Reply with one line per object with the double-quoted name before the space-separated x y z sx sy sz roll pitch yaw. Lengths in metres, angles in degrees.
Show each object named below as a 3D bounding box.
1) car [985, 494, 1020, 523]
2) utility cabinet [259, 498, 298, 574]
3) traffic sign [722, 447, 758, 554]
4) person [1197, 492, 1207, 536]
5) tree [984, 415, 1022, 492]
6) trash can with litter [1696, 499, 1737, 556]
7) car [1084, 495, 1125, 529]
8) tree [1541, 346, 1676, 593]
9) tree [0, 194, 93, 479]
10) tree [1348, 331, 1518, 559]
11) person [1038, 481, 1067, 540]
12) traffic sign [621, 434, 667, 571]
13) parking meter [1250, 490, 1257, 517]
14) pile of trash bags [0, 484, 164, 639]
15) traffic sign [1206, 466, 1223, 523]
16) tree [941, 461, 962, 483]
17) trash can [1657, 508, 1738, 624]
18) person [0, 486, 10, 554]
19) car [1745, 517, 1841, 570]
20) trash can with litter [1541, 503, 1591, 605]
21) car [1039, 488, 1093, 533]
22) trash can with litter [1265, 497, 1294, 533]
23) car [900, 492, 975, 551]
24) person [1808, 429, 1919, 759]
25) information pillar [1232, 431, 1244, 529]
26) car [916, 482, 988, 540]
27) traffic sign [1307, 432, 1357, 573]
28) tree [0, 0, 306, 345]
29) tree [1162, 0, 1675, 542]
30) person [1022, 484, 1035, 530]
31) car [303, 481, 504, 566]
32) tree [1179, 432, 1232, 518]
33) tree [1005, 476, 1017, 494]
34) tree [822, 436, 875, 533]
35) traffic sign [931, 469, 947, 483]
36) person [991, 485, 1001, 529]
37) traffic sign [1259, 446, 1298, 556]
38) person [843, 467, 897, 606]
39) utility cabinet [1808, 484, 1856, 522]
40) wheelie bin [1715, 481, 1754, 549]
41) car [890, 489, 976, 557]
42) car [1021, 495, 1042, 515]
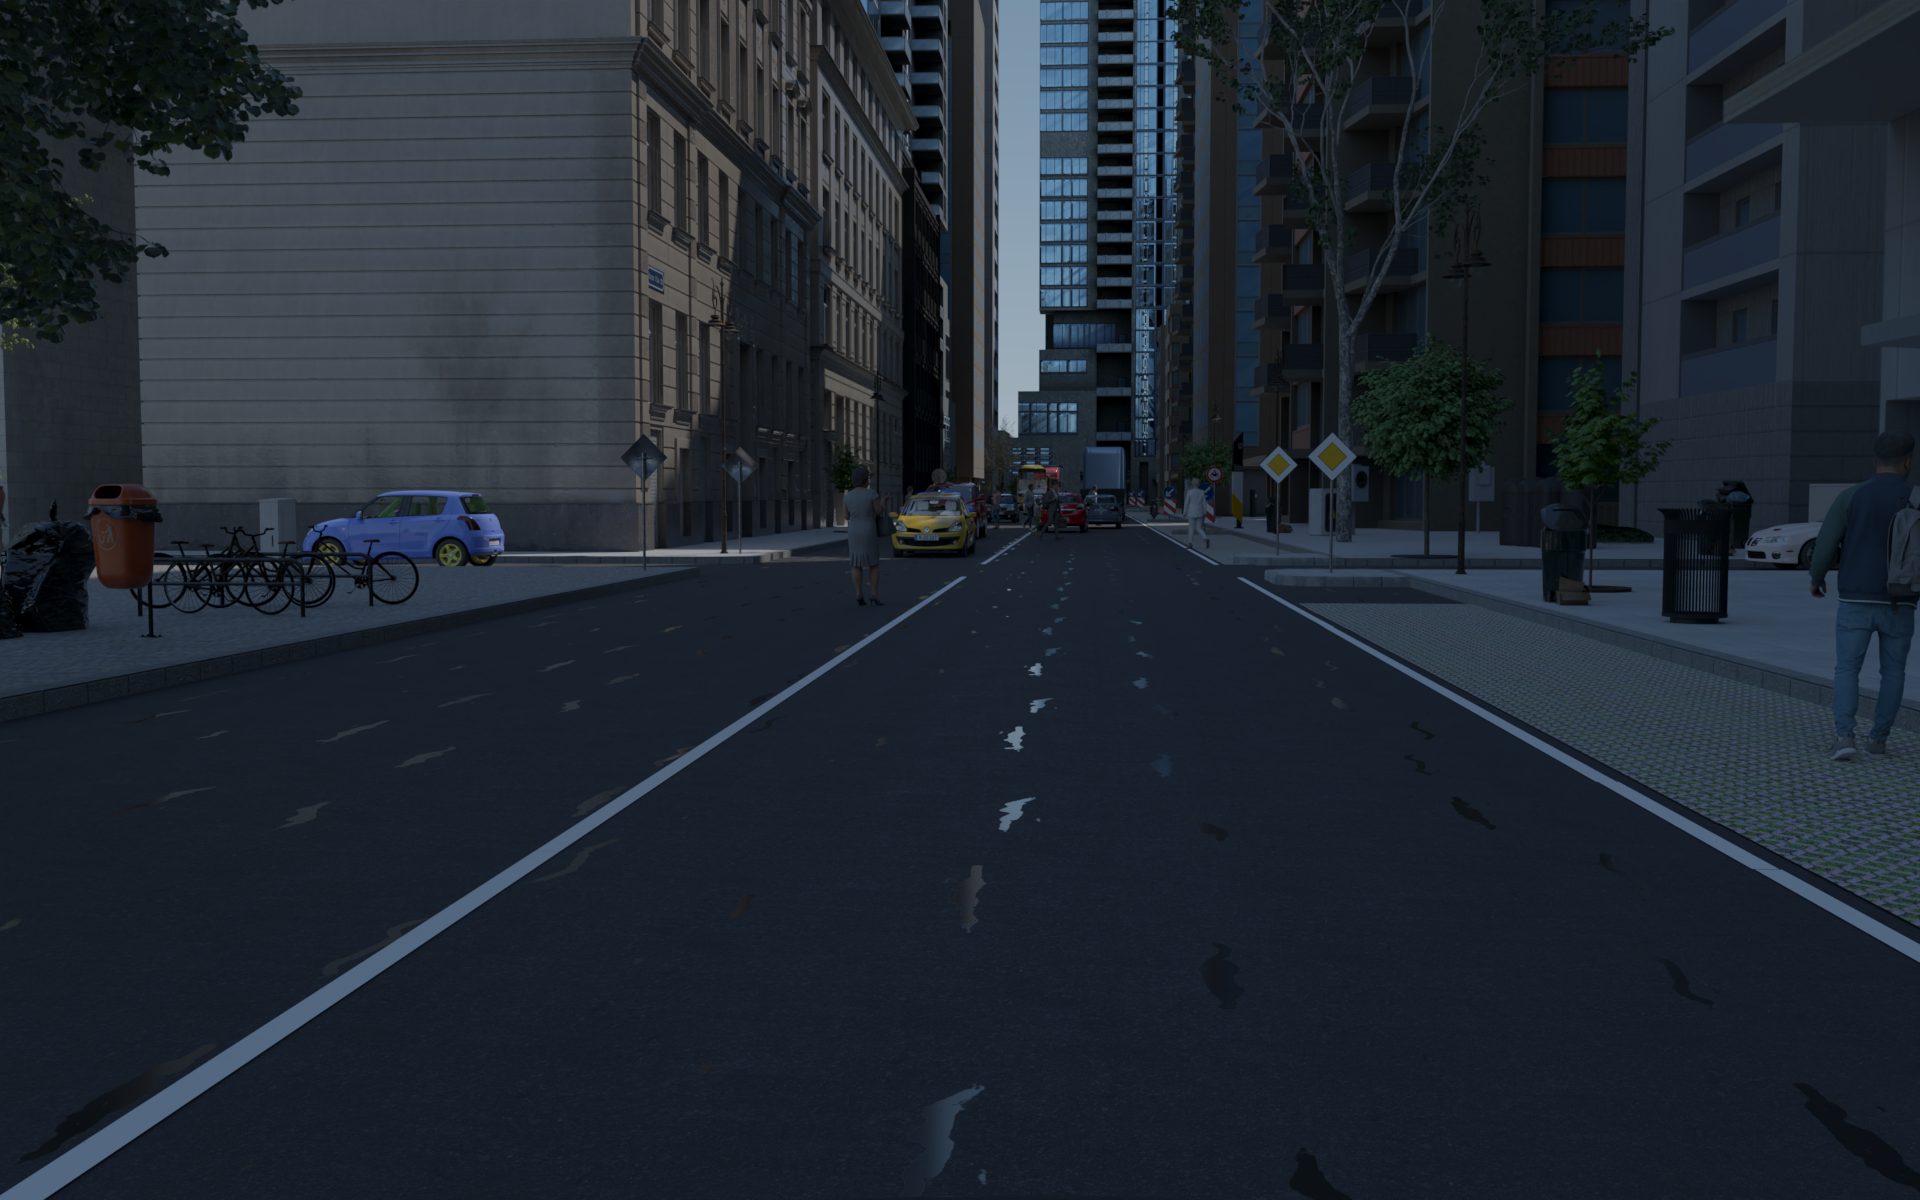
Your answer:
"car" 2.087 -4.764 87.681 2.009 1.686 4.222 0 4 5
"utility cabinet" -10.710 -0.981 27.196 0.306 1.237 1.020 -3 4 -37
"traffic sign" -4.690 -2.036 36.930 0.795 2.450 0.064 0 4 4
"person" 8.155 -2.913 58.725 0.503 1.515 0.523 2 4 31
"tree" 3.705 -12.976 162.523 4.360 8.622 3.978 0 3 0
"trash can with litter" 15.847 -1.514 36.140 0.624 1.170 1.055 0 4 -8
"car" 5.916 -3.715 72.744 2.014 1.417 4.499 0 4 6
"tree" 8.303 -1.722 22.760 1.663 3.219 1.824 0 3 0
"tree" -16.131 -4.677 26.825 4.737 8.622 4.395 0 3 0
"tree" 9.561 -3.140 35.054 4.285 4.588 4.351 0 3 0
"person" 2.896 -2.801 54.255 0.822 1.834 0.622 2 4 31
"traffic sign" -5.284 -1.549 28.967 0.795 2.450 0.064 0 4 4
"parking meter" 16.302 -5.374 96.276 0.372 1.533 0.369 0 3 0
"pile of trash bags" -8.648 -0.371 15.822 3.447 1.369 1.912 1 4 22
"traffic sign" 11.459 -4.764 77.993 0.768 2.556 0.104 0 4 6
"tree" -0.584 -6.547 101.639 1.663 3.219 1.824 0 3 0
"trash can" 7.330 -0.343 17.256 0.748 1.137 0.748 0 3 0
"person" -18.643 -1.527 33.435 0.580 1.828 0.573 3 4 36
"car" 17.263 -1.222 32.346 4.827 1.381 2.083 0 4 6
"trash can with litter" 7.192 -0.547 20.327 0.624 1.170 1.055 0 4 5
"car" 3.937 -3.456 65.552 2.155 1.783 4.494 0 4 6
"trash can with litter" 10.586 -2.806 57.259 0.624 1.170 1.055 -3 4 -37
"car" -0.561 -2.163 44.951 1.945 1.707 3.694 0 4 4
"person" 4.959 -0.030 9.341 0.623 1.781 0.721 1 4 12
"information pillar" 10.326 -4.468 64.405 0.504 3.616 0.183 -2 4 -33
"car" -0.260 -2.911 56.271 2.281 1.827 5.304 0 4 6
"traffic sign" 6.027 -1.496 28.105 0.795 2.450 0.064 0 4 4
"tree" -7.682 -6.300 9.658 9.857 13.997 8.962 0 3 0
"tree" 11.192 -11.530 44.409 12.611 20.169 13.585 0 3 0
"person" 2.740 -3.744 69.563 0.795 1.843 0.661 3 5 39
"car" -10.676 -1.443 33.181 3.694 1.707 1.945 0 4 6
"tree" 13.271 -6.641 92.293 4.285 4.588 4.351 0 3 0
"tree" 5.922 -11.734 186.446 1.663 3.219 1.824 0 3 0
"tree" -3.717 -3.871 57.891 1.663 3.219 1.824 0 3 0
"traffic sign" -1.062 -5.311 86.944 0.768 2.556 0.104 1 4 9
"person" 1.484 -3.849 71.440 0.388 1.821 0.555 -2 4 -35
"traffic sign" 6.621 -1.983 36.068 0.795 2.450 0.064 0 4 4
"person" -1.130 -0.823 22.314 0.716 1.782 0.532 1 4 20
"utility cabinet" 18.734 -1.724 36.871 1.173 1.500 0.318 2 4 34
"wheelie bin" 18.167 -2.005 40.695 0.693 1.594 0.980 -1 4 -18
"car" -0.580 -1.856 40.569 2.015 1.641 3.980 0 4 5
"car" 5.246 -6.480 118.317 2.083 1.381 4.827 0 4 3
